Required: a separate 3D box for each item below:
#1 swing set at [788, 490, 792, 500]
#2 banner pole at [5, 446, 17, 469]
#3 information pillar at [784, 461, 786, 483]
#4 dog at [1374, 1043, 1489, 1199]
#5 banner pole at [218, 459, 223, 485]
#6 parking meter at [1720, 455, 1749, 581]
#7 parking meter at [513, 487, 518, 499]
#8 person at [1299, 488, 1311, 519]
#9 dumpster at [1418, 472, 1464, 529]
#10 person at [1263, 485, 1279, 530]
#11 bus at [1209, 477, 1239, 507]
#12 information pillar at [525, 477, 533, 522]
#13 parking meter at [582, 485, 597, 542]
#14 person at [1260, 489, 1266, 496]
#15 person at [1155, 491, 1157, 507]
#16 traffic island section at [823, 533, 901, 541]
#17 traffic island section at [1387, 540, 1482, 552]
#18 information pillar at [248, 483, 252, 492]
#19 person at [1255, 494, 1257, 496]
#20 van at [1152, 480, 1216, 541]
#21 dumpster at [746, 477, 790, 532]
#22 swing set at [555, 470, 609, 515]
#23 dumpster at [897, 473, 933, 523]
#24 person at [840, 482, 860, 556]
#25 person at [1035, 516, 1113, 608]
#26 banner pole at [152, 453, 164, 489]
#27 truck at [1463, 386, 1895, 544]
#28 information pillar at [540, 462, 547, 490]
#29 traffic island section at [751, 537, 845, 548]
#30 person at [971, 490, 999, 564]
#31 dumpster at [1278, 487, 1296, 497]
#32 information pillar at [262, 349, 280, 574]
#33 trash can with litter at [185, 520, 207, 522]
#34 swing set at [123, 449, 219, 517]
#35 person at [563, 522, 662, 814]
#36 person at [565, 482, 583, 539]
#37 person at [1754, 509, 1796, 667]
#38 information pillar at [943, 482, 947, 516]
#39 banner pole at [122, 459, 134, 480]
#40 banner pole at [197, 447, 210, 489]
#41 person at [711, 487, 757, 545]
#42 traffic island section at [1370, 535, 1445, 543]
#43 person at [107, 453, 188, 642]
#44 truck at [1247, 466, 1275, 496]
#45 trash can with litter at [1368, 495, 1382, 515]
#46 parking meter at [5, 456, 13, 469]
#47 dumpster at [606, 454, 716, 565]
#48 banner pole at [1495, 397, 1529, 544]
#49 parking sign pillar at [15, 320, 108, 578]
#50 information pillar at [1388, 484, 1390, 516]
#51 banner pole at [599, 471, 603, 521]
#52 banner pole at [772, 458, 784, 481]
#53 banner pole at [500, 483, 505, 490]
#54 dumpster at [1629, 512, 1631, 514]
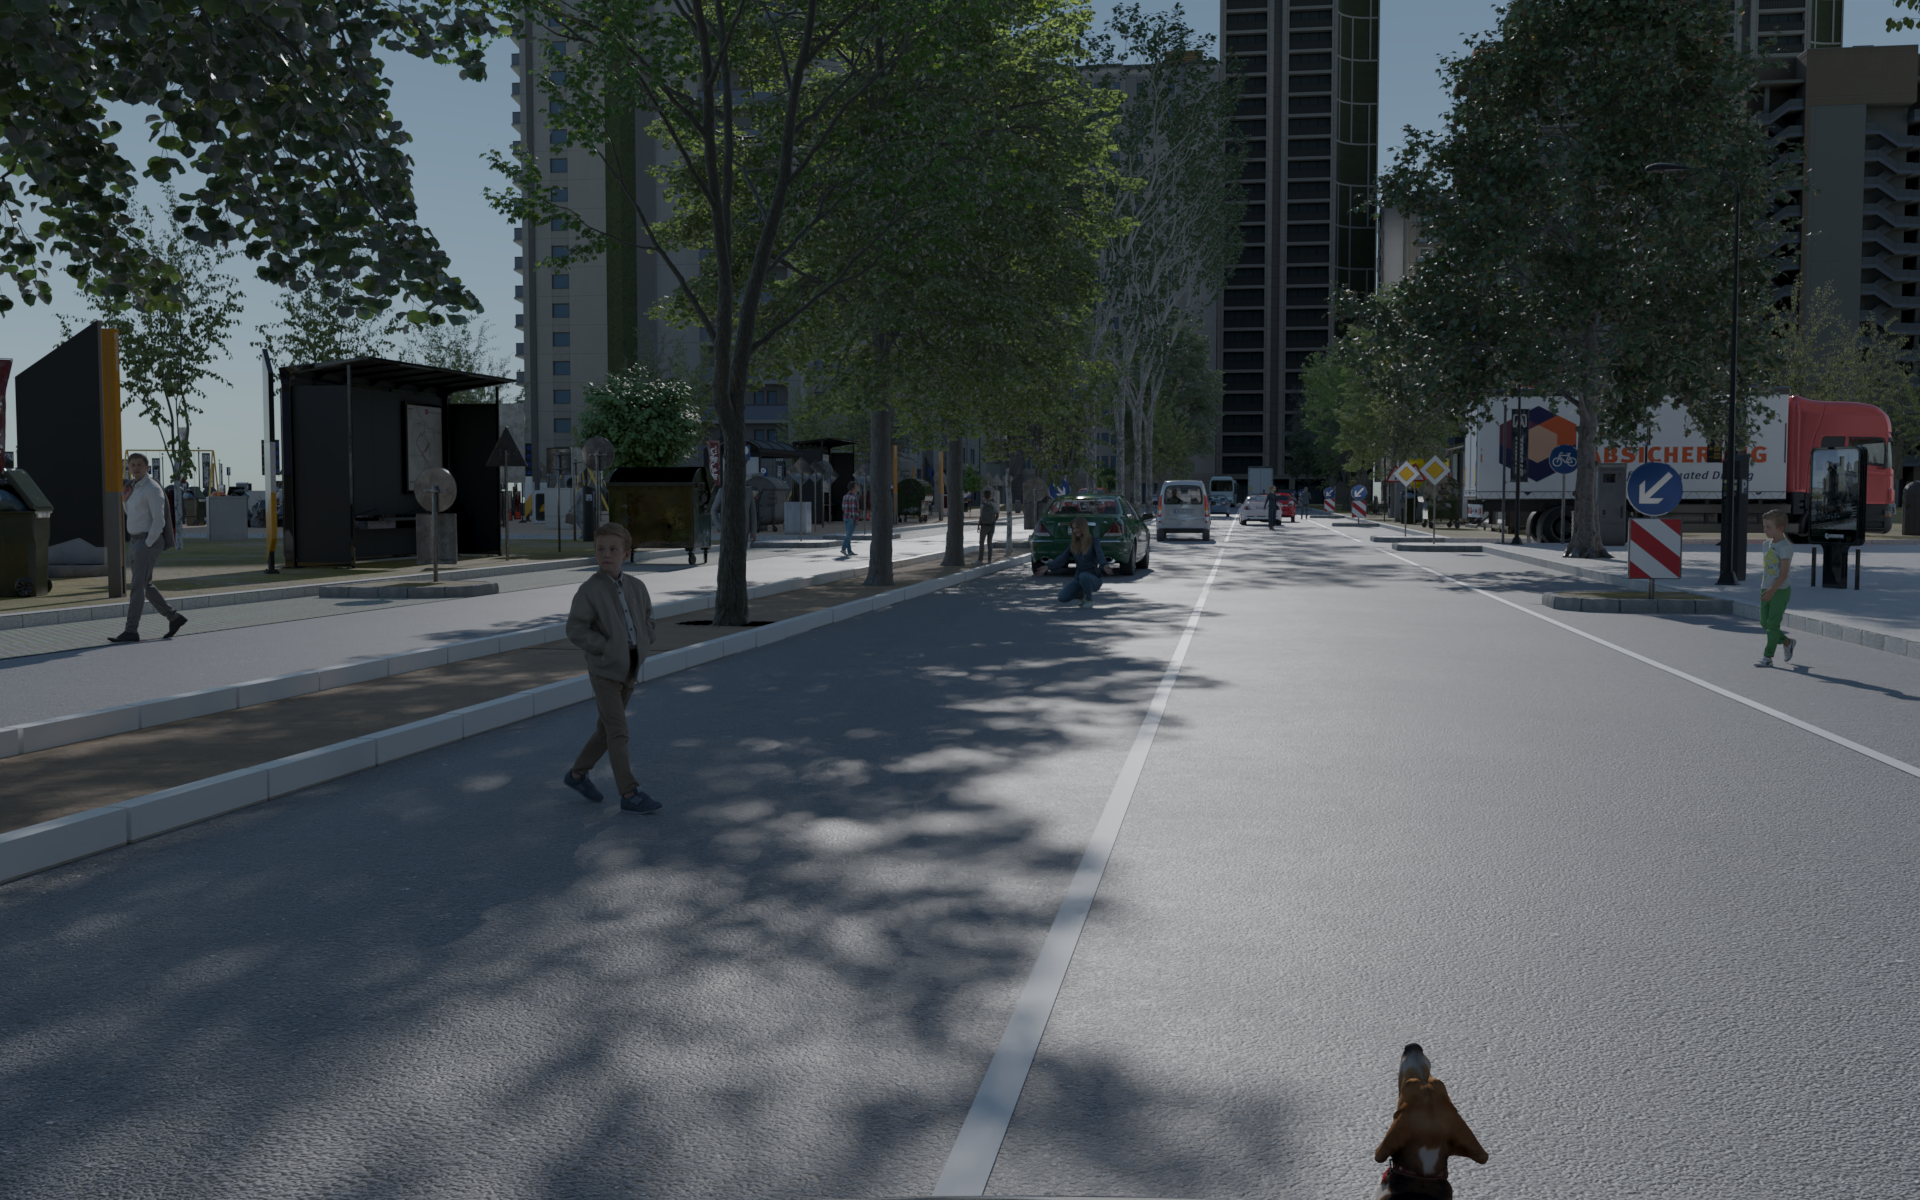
[{"bbox_3d":[-7.637,-5.611,89.360,2.862,2.851,3.119,0,4,6],"label":"swing set"},{"bbox_3d":[-48.845,-6.075,89.348,0.863,3.779,0.401,-3,5,-40],"label":"banner pole"},{"bbox_3d":[-11.145,-7.227,109.519,0.183,3.616,0.504,1,4,17],"label":"information pillar"},{"bbox_3d":[0.720,1.050,3.034,0.748,0.427,0.550,-2,4,-33],"label":"dog"},{"bbox_3d":[-53.239,-8.243,124.786,0.401,3.779,0.863,0,4,-4],"label":"banner pole"},{"bbox_3d":[11.434,-1.215,25.573,0.399,1.863,0.255,-3,5,-43],"label":"parking meter"},{"bbox_3d":[-33.524,-7.640,130.629,0.399,1.863,0.255,0,4,-8],"label":"parking meter"},{"bbox_3d":[19.520,-5.463,97.998,0.661,1.801,0.590,0,4,3],"label":"person"},{"bbox_3d":[18.109,-3.838,65.245,1.502,2.255,1.985,1,4,9],"label":"dumpster"},{"bbox_3d":[12.382,-3.669,68.908,0.576,1.772,0.534,-3,5,-45],"label":"person"},{"bbox_3d":[28.802,-11.883,189.147,2.948,3.499,13.247,1,4,10],"label":"bus"},{"bbox_3d":[-20.136,-5.471,80.798,0.504,3.616,0.183,3,4,37],"label":"information pillar"},{"bbox_3d":[-10.005,-2.347,46.778,0.372,1.533,0.369,0,3,0],"label":"parking meter"},{"bbox_3d":[25.359,-8.324,144.602,1.348,1.823,0.705,1,4,14],"label":"person"},{"bbox_3d":[21.471,-10.987,188.872,1.217,1.736,0.721,0,4,6],"label":"person"},{"bbox_3d":[-3.034,-1.994,54.875,2.009,0.180,2.903,1,4,9],"label":"traffic island section"},{"bbox_3d":[12.136,-1.346,44.286,2.009,0.180,2.903,1,4,9],"label":"traffic island section"},{"bbox_3d":[-47.862,-6.861,116.673,0.304,2.012,0.304,-2,4,-30],"label":"information pillar"},{"bbox_3d":[22.374,-7.306,131.182,0.991,1.433,0.599,0,4,-1],"label":"person"},{"bbox_3d":[7.024,-2.893,54.308,2.013,2.044,4.112,1,4,8],"label":"van"},{"bbox_3d":[-6.613,-3.254,58.969,1.264,1.857,1.865,1,4,10],"label":"dumpster"},{"bbox_3d":[-19.445,-5.520,87.871,2.862,2.851,3.119,0,4,6],"label":"swing set"},{"bbox_3d":[-2.120,-4.627,78.141,1.502,2.255,1.985,1,4,9],"label":"dumpster"},{"bbox_3d":[-2.574,-1.894,40.303,0.643,1.720,0.563,-2,4,-29],"label":"person"},{"bbox_3d":[1.569,-0.478,21.815,1.012,1.151,0.738,3,5,39],"label":"person"},{"bbox_3d":[-48.791,-7.065,105.528,0.863,3.779,0.401,-1,4,-9],"label":"banner pole"},{"bbox_3d":[19.508,-3.529,46.612,11.283,4.237,2.839,1,4,9],"label":"truck"},{"bbox_3d":[-29.872,-8.122,124.145,0.504,3.616,0.183,0,4,3],"label":"information pillar"},{"bbox_3d":[-4.333,-1.512,46.996,2.009,0.180,2.903,1,4,9],"label":"traffic island section"},{"bbox_3d":[0.522,-1.469,35.107,0.523,1.515,0.503,2,4,29],"label":"person"},{"bbox_3d":[36.715,-11.601,194.624,1.985,2.255,1.502,1,4,9],"label":"dumpster"},{"bbox_3d":[-11.072,-2.228,27.784,0.183,3.616,0.504,-2,4,-32],"label":"information pillar"},{"bbox_3d":[-34.954,-4.133,78.629,1.678,1.210,2.233,1,4,18],"label":"trash can with litter"},{"bbox_3d":[-27.671,-3.879,61.037,3.119,2.851,2.862,-1,4,-13],"label":"swing set"},{"bbox_3d":[-1.582,0.296,7.936,0.640,1.303,0.475,2,4,29],"label":"person"},{"bbox_3d":[-11.905,-2.793,54.292,0.853,1.813,0.709,1,4,18],"label":"person"},{"bbox_3d":[6.830,-0.105,14.461,0.590,1.304,0.306,-2,4,-32],"label":"person"},{"bbox_3d":[-0.904,-5.809,99.467,0.304,2.012,0.304,-2,4,-30],"label":"information pillar"},{"bbox_3d":[-52.056,-7.250,108.557,0.863,3.779,0.401,0,4,-3],"label":"banner pole"},{"bbox_3d":[-40.311,-6.256,92.305,0.401,3.779,0.863,3,5,40],"label":"banner pole"},{"bbox_3d":[-3.192,-0.974,24.532,0.635,1.810,0.391,-2,4,-28],"label":"person"},{"bbox_3d":[13.435,-1.828,52.166,2.009,0.180,2.903,1,4,9],"label":"traffic island section"},{"bbox_3d":[-7.980,-0.510,16.941,0.679,1.850,0.850,3,4,37],"label":"person"},{"bbox_3d":[31.070,-11.621,178.919,2.839,4.237,11.283,1,4,10],"label":"truck"},{"bbox_3d":[24.934,-5.724,104.648,1.678,1.210,2.233,2,4,25],"label":"trash can with litter"},{"bbox_3d":[-14.195,-1.220,25.657,0.399,1.863,0.255,3,5,41],"label":"parking meter"},{"bbox_3d":[-6.126,-1.866,35.465,1.985,2.255,1.502,1,4,10],"label":"dumpster"},{"bbox_3d":[14.283,-3.346,44.727,0.863,3.779,0.401,0,4,-2],"label":"banner pole"},{"bbox_3d":[-13.984,-2.361,27.074,1.447,3.967,1.447,0,4,-1],"label":"parking sign pillar"},{"bbox_3d":[24.678,-5.781,99.006,0.304,2.012,0.304,-3,5,-44],"label":"information pillar"},{"bbox_3d":[-16.808,-5.572,81.115,0.401,3.779,0.863,-1,4,-20],"label":"banner pole"},{"bbox_3d":[-9.533,-6.122,90.117,0.863,3.779,0.401,1,4,11],"label":"banner pole"},{"bbox_3d":[-32.119,-8.002,120.850,0.863,3.779,0.401,-2,4,-35],"label":"banner pole"},{"bbox_3d":[20.340,-3.183,54.534,1.502,2.255,1.985,1,4,9],"label":"dumpster"}]
